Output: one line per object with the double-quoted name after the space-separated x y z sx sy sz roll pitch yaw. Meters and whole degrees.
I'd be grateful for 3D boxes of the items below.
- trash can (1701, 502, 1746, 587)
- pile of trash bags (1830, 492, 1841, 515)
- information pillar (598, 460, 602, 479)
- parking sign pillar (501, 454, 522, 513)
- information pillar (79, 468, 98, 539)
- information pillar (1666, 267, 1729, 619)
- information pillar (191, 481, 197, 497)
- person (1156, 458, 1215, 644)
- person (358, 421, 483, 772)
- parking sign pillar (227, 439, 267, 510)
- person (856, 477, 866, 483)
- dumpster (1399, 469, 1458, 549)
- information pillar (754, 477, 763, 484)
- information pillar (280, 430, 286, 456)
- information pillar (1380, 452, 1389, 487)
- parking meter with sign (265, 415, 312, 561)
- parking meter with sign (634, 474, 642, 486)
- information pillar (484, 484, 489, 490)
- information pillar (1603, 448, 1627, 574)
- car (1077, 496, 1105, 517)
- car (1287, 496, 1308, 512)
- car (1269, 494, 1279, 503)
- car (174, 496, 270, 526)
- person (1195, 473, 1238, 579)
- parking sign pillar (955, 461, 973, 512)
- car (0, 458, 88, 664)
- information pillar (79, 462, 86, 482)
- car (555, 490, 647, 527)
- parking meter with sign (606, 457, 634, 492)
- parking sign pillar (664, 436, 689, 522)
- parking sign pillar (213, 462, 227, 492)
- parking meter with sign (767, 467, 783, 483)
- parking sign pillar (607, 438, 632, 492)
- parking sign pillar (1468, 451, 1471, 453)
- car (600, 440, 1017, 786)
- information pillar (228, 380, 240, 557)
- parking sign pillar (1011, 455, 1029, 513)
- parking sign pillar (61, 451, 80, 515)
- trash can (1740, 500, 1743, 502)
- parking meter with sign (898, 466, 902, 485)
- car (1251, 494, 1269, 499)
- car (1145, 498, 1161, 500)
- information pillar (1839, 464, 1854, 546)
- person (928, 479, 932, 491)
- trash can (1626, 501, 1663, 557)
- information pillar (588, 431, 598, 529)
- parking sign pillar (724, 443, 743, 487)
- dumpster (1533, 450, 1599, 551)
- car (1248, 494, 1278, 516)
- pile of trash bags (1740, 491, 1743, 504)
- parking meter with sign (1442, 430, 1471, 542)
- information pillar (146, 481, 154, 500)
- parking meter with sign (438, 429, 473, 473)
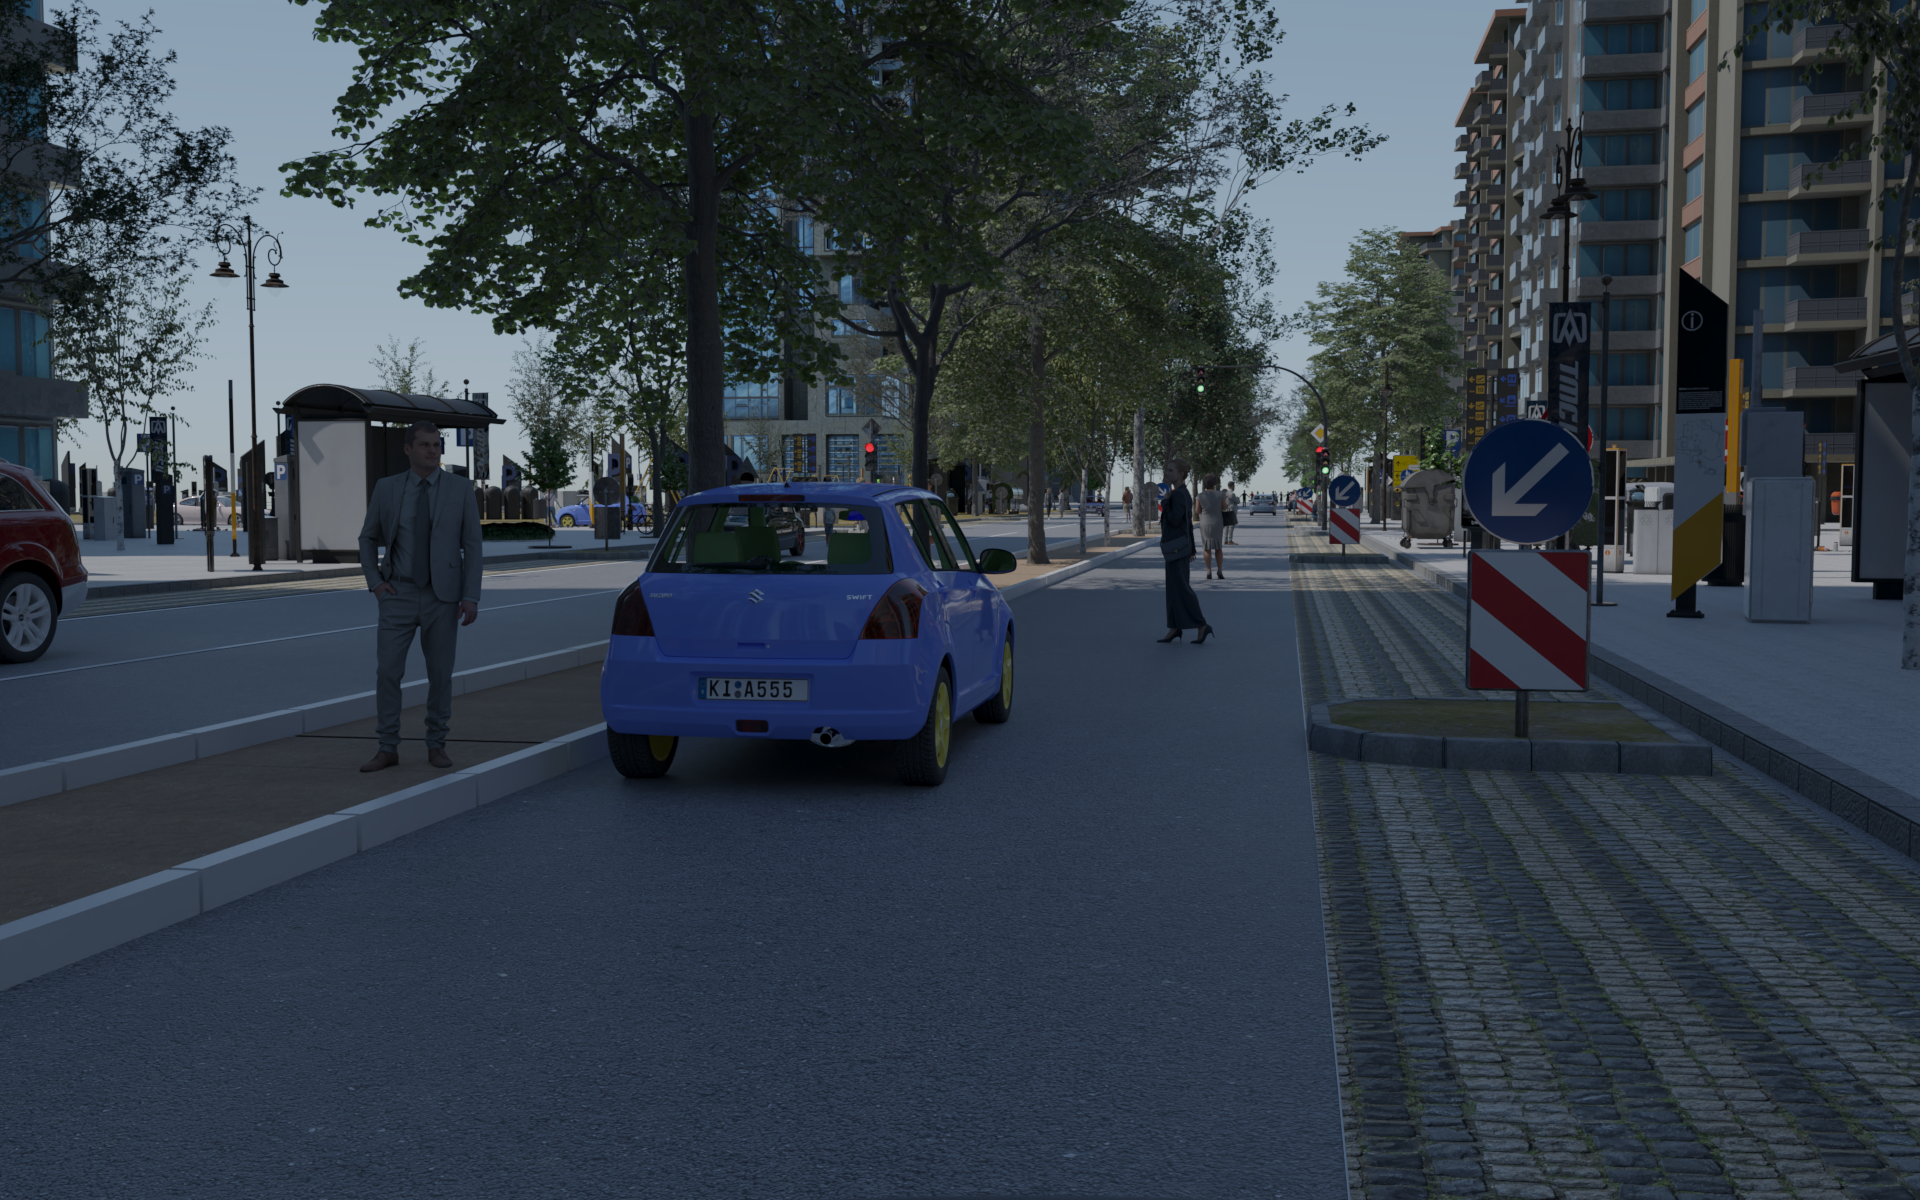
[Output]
10.691 -0.766 24.178 0.748 1.137 0.748 0 3 0 "trash can"
50.777 -5.553 100.547 1.912 1.369 3.447 -2 4 -26 "pile of trash bags"
-23.680 -7.397 112.291 0.504 3.616 0.183 -1 4 -15 "information pillar"
-30.247 -7.851 116.839 1.447 3.967 1.447 1 4 11 "parking sign pillar"
-24.684 -2.731 49.139 0.304 2.012 0.304 2 4 30 "information pillar"
7.609 -1.620 17.845 0.504 3.616 0.183 2 4 32 "information pillar"
-43.914 -5.802 99.349 0.304 2.012 0.304 -2 4 -24 "information pillar"
2.152 -0.474 16.677 0.534 1.772 0.576 0 4 -7 "person"
-2.825 -0.029 9.066 0.635 1.810 0.391 -1 4 -19 "person"
-34.807 -5.911 85.113 1.447 3.967 1.447 2 4 34 "parking sign pillar"
-2.122 -1.692 36.509 0.624 1.780 0.694 1 4 11 "person"
11.078 -2.154 40.980 1.264 1.857 1.865 1 4 11 "dumpster"
-8.534 -4.216 73.423 0.304 2.012 0.304 3 5 44 "information pillar"
-21.565 -3.937 55.725 0.504 3.616 0.183 -1 4 -16 "information pillar"
23.181 -6.326 94.787 0.504 3.616 0.183 0 4 -2 "information pillar"
-13.041 -2.301 33.890 0.543 3.016 1.738 2 4 27 "parking meter with sign"
-27.939 -9.273 147.867 0.543 3.016 1.738 2 4 35 "parking meter with sign"
-35.314 -7.624 129.149 0.304 2.012 0.304 -2 4 -28 "information pillar"
10.566 -1.440 28.039 0.304 2.012 0.304 -3 5 -44 "information pillar"
8.452 -5.937 109.651 1.945 1.354 3.894 1 4 9 "car"
27.552 -7.842 140.792 1.945 1.354 3.894 1 4 11 "car"
47.920 -15.539 265.867 2.131 1.459 4.920 1 4 9 "car"
-31.465 -3.728 73.314 4.827 1.381 2.083 1 4 10 "car"
4.317 -1.240 29.136 0.716 1.782 0.532 0 4 8 "person"
0.262 -8.166 121.994 1.447 3.967 1.447 -2 4 -29 "parking sign pillar"
-9.177 -0.288 13.388 2.281 1.827 5.304 1 4 11 "car"
-63.410 -8.190 125.262 0.504 3.616 0.183 -3 4 -37 "information pillar"
-14.765 -3.761 71.080 3.694 1.707 1.945 1 4 9 "car"
-16.393 -5.217 81.562 1.738 3.016 0.543 1 4 17 "parking meter with sign"
-12.894 -5.569 79.532 1.447 3.967 1.447 -3 5 -39 "parking sign pillar"
-56.616 -8.793 132.244 1.447 3.967 1.447 -2 4 -29 "parking sign pillar"
-12.307 -7.178 113.614 0.543 3.016 1.738 -3 5 -42 "parking meter with sign"
-16.309 -5.783 83.027 1.447 3.967 1.447 3 4 37 "parking sign pillar"
31.339 -7.157 105.491 1.447 3.967 1.447 3 4 37 "parking sign pillar"
-0.688 -0.019 9.907 1.945 1.707 3.694 1 4 9 "car"
-14.825 -2.688 35.298 0.183 3.616 0.504 -1 4 -22 "information pillar"
4.251 -8.051 120.101 1.447 3.967 1.447 3 4 37 "parking sign pillar"
-55.667 -7.319 108.143 1.447 3.967 1.447 -3 5 -45 "parking sign pillar"
19.904 -2.030 44.842 0.748 1.137 0.748 0 3 0 "trash can"
-4.552 -6.849 108.246 1.738 3.016 0.543 1 4 12 "parking meter with sign"
28.679 -9.316 164.112 2.131 1.459 4.920 1 4 9 "car"
10.333 -5.161 93.178 1.959 1.807 4.718 1 4 11 "car"
21.818 -2.329 42.565 0.304 2.012 0.304 2 4 31 "information pillar"
-0.680 -1.552 34.621 0.466 1.731 0.760 -3 5 -45 "person"
13.958 -1.454 35.427 0.748 1.137 0.748 0 3 0 "trash can"
-13.753 -4.481 64.626 0.183 3.616 0.504 -2 4 -24 "information pillar"
-11.484 -6.054 87.451 1.447 3.967 1.447 3 5 41 "parking sign pillar"
11.409 -1.829 32.402 1.502 2.255 1.985 1 4 10 "dumpster"
20.198 -6.325 115.421 2.014 1.417 4.499 1 4 10 "car"
21.648 -2.489 50.444 3.447 1.369 1.912 -2 4 -25 "pile of trash bags"
13.549 -3.059 46.272 0.543 3.016 1.738 -1 4 -15 "parking meter with sign"
-45.593 -5.688 97.491 0.304 2.012 0.304 2 4 34 "information pillar"
-12.924 -2.956 44.599 0.543 3.016 1.738 -2 4 -33 "parking meter with sign"
